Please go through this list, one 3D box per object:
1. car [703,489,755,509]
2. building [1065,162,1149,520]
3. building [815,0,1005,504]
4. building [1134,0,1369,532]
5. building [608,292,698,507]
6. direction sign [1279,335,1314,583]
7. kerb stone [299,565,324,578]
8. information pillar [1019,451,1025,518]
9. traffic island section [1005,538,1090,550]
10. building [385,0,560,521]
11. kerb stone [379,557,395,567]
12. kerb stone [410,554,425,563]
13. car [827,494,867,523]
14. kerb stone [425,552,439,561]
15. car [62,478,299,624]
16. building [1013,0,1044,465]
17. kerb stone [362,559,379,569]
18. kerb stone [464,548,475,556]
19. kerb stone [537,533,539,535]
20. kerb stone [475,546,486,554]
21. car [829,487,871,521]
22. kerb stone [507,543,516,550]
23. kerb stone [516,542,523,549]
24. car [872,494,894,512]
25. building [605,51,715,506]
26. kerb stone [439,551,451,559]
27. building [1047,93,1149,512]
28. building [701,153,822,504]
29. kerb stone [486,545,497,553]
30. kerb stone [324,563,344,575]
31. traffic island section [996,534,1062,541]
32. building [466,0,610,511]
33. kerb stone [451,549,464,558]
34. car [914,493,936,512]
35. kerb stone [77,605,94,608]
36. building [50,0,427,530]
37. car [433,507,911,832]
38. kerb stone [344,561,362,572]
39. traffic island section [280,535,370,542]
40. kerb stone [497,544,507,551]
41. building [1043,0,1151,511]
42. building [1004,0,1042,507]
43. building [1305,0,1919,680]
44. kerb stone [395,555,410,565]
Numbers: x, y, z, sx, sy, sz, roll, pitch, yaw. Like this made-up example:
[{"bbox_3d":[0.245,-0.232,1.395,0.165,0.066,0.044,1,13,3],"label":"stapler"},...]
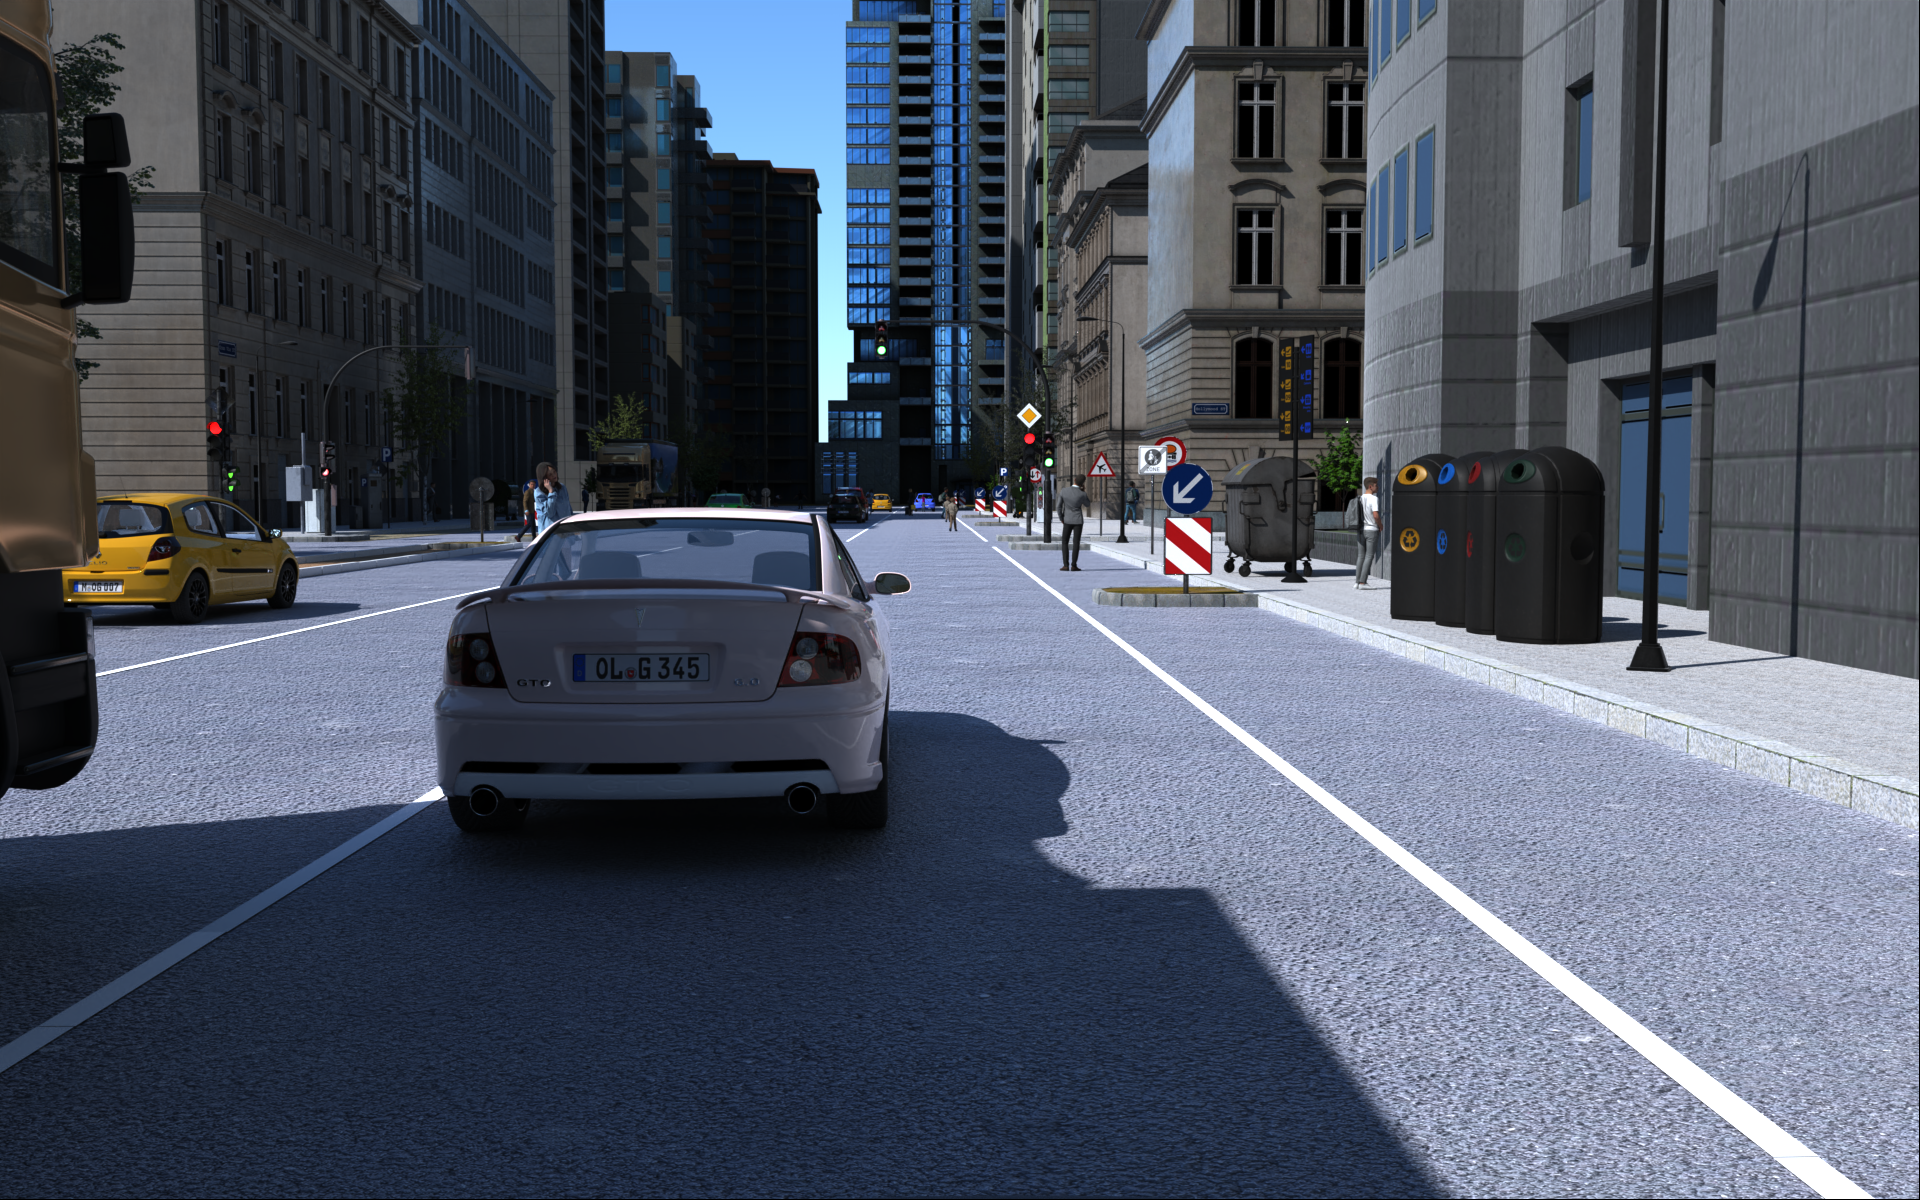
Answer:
[{"bbox_3d":[-9.368,-3.764,70.332,1.959,1.807,4.718,0,4,-1],"label":"car"},{"bbox_3d":[11.804,-14.083,94.880,10.561,19.102,19.286,0,4,-1],"label":"building"},{"bbox_3d":[-2.812,-55.787,224.787,31.000,86.520,22.319,0,4,-1],"label":"building"},{"bbox_3d":[24.488,-14.912,62.903,34.723,24.649,14.460,0,4,-1],"label":"building"},{"bbox_3d":[-40.511,-19.440,162.883,27.650,21.520,28.899,0,4,-1],"label":"building"},{"bbox_3d":[4.860,-2.024,25.085,0.379,3.537,0.876,-1,4,-21],"label":"direction sign"},{"bbox_3d":[-11.357,-0.489,30.187,0.120,0.150,1.000,0,4,-1],"label":"kerb stone"},{"bbox_3d":[3.406,-6.298,94.331,0.183,3.616,0.504,-3,5,-40],"label":"information pillar"},{"bbox_3d":[2.314,-1.423,45.553,2.009,0.180,2.903,0,4,-1],"label":"traffic island section"},{"bbox_3d":[-30.973,-19.477,95.944,11.434,29.767,29.804,0,4,-1],"label":"building"},{"bbox_3d":[-11.439,-0.733,34.276,0.120,0.150,1.000,0,4,-1],"label":"kerb stone"},{"bbox_3d":[-11.483,-0.864,36.321,0.120,0.150,1.000,0,4,-1],"label":"kerb stone"},{"bbox_3d":[-5.630,-4.661,85.993,2.009,1.686,4.222,0,4,1],"label":"car"},{"bbox_3d":[-11.498,-0.924,37.344,0.120,0.150,1.000,0,4,-1],"label":"kerb stone"},{"bbox_3d":[-9.263,-0.631,20.535,2.015,1.641,3.980,0,4,0],"label":"car"},{"bbox_3d":[19.845,-34.875,159.449,28.713,52.752,27.495,0,4,-1],"label":"building"},{"bbox_3d":[-11.419,-0.667,33.254,0.120,0.150,1.000,0,4,-1],"label":"kerb stone"},{"bbox_3d":[-11.568,-1.114,40.411,0.120,0.150,1.000,0,4,-1],"label":"kerb stone"},{"bbox_3d":[-14.009,-2.149,57.335,0.120,0.150,1.000,0,4,-1],"label":"kerb stone"},{"bbox_3d":[-11.582,-1.177,41.443,0.120,0.150,1.000,0,4,-1],"label":"kerb stone"},{"bbox_3d":[-6.053,-5.284,95.068,2.281,1.827,5.304,0,4,-2],"label":"car"},{"bbox_3d":[-11.655,-1.362,44.508,0.120,0.150,1.000,0,4,-1],"label":"kerb stone"},{"bbox_3d":[-11.670,-1.428,45.537,0.120,0.150,1.000,0,4,-1],"label":"kerb stone"},{"bbox_3d":[-6.285,-7.842,138.435,2.015,1.641,3.980,0,4,-2],"label":"car"},{"bbox_3d":[-42.598,-34.773,188.152,30.456,49.044,23.786,0,4,-1],"label":"building"},{"bbox_3d":[-11.520,-0.989,38.367,0.120,0.150,1.000,0,4,-1],"label":"kerb stone"},{"bbox_3d":[13.548,-20.160,117.013,14.401,28.519,23.554,0,4,-1],"label":"building"},{"bbox_3d":[-32.730,-34.887,225.021,28.867,44.769,22.147,0,4,-1],"label":"building"},{"bbox_3d":[-11.600,-1.238,42.464,0.120,0.150,1.000,0,4,-1],"label":"kerb stone"},{"bbox_3d":[-11.373,-0.551,31.209,0.120,0.150,1.000,0,4,-1],"label":"kerb stone"},{"bbox_3d":[2.150,-1.912,53.537,2.009,0.180,2.903,0,4,-1],"label":"traffic island section"},{"bbox_3d":[-36.868,-42.720,136.728,20.563,71.187,20.611,0,4,-1],"label":"building"},{"bbox_3d":[-11.535,-1.047,39.390,0.120,0.150,1.000,0,4,-1],"label":"kerb stone"},{"bbox_3d":[-2.899,-8.097,141.983,1.945,1.707,3.694,0,4,-2],"label":"car"},{"bbox_3d":[-11.184,0.013,21.982,0.120,0.150,1.000,0,4,-1],"label":"kerb stone"},{"bbox_3d":[-30.781,-16.596,68.613,12.463,27.353,25.104,0,4,-1],"label":"building"},{"bbox_3d":[-1.280,0.220,8.762,2.083,1.381,4.827,0,4,-2],"label":"car"},{"bbox_3d":[-11.394,-0.614,32.232,0.120,0.150,1.000,0,4,-1],"label":"kerb stone"},{"bbox_3d":[-19.387,-1.885,53.102,2.009,0.180,2.903,0,4,-1],"label":"traffic island section"},{"bbox_3d":[-11.627,-1.302,43.486,0.120,0.150,1.000,0,4,-1],"label":"kerb stone"},{"bbox_3d":[13.570,-27.848,138.917,14.154,41.232,14.086,0,4,-1],"label":"building"},{"bbox_3d":[15.320,-39.449,186.988,21.231,58.520,28.212,0,4,-1],"label":"building"},{"bbox_3d":[16.838,-29.454,23.576,21.231,58.520,28.212,0,4,-1],"label":"building"},{"bbox_3d":[-11.463,-0.797,35.299,0.120,0.150,1.000,0,4,-1],"label":"kerb stone"}]
